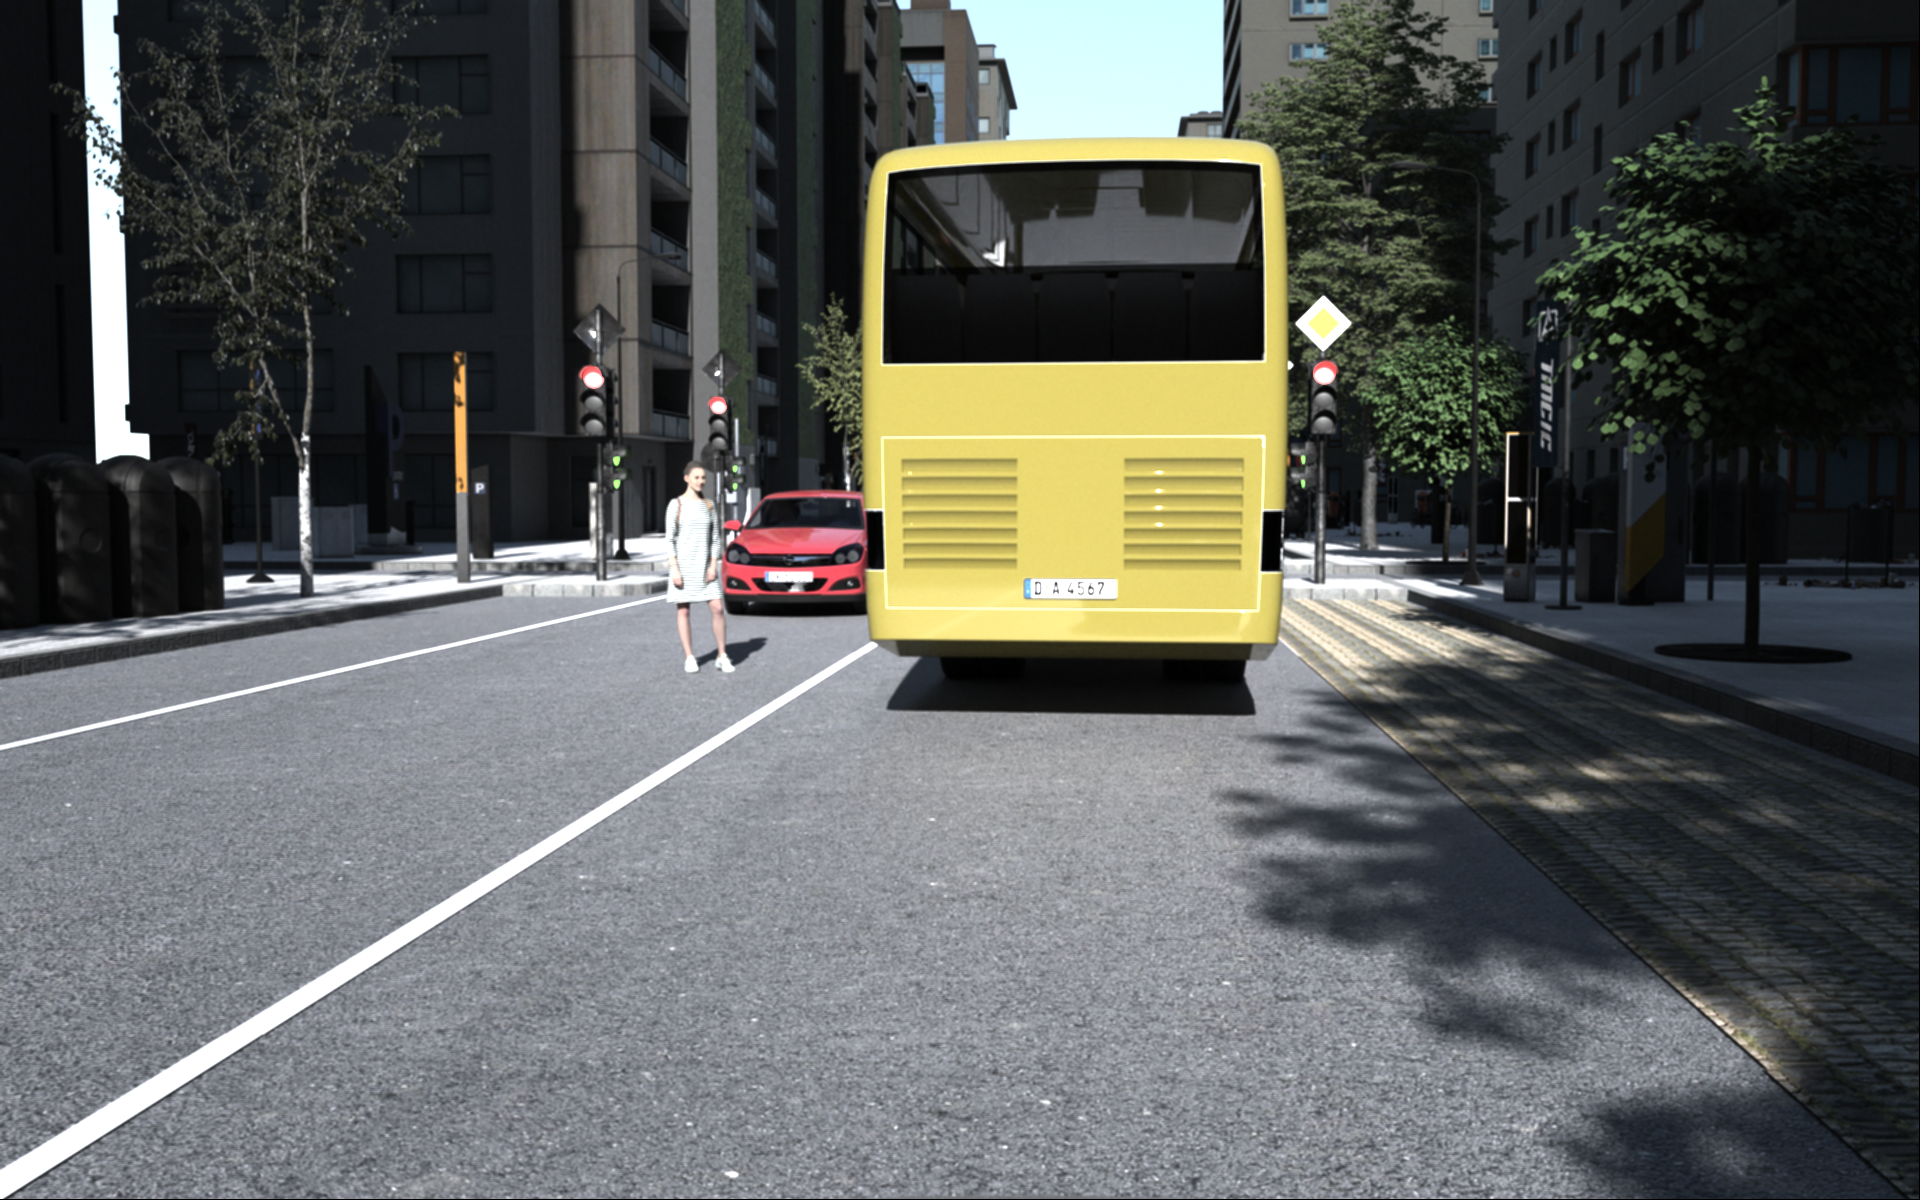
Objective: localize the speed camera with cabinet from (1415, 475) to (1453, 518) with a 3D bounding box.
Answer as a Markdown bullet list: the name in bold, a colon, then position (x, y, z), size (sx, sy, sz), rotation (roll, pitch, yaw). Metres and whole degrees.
- **speed camera with cabinet**: position (20.497, -4.923, 74.834), size (2.038, 3.252, 0.660), rotation (-3, 5, -41)

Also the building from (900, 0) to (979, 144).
- **building**: position (-5.704, -31.139, 159.232), size (14.600, 45.320, 14.200), rotation (0, 4, 5)

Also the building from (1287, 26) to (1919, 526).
- **building**: position (31.516, -15.070, 91.439), size (27.650, 21.520, 28.899), rotation (0, 4, 5)

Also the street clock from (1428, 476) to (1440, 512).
- **street clock**: position (18.985, -3.966, 69.410), size (0.471, 2.002, 0.358), rotation (1, 4, 20)

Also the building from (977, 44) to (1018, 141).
- **building**: position (-8.042, -37.939, 209.533), size (28.713, 52.752, 27.495), rotation (0, 4, 5)

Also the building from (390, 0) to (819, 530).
- **building**: position (-14.142, -23.811, 72.903), size (14.154, 41.232, 14.086), rotation (0, 4, 5)

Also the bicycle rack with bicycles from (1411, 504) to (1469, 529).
- **bicycle rack with bicycles**: position (18.214, -3.122, 64.431), size (2.852, 0.926, 2.925), rotation (0, 4, 2)

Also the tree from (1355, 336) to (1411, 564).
- **tree**: position (8.869, -2.937, 31.726), size (4.285, 4.588, 4.351), rotation (0, 3, 0)

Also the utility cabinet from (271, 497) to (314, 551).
- **utility cabinet**: position (-15.195, -1.732, 39.484), size (0.306, 1.237, 1.020), rotation (2, 4, 25)

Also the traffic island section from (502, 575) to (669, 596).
- **traffic island section**: position (-5.337, -0.209, 25.696), size (2.009, 0.180, 2.903), rotation (0, 4, 5)

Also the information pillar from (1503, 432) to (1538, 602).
- **information pillar**: position (6.691, -0.988, 20.654), size (0.304, 2.012, 0.304), rotation (2, 4, 34)

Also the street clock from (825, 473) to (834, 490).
- **street clock**: position (-4.563, -3.427, 60.602), size (0.358, 2.002, 0.471), rotation (1, 4, 12)

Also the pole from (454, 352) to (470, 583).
- **pole**: position (-7.170, -1.902, 24.937), size (0.158, 3.312, 0.155), rotation (0, 3, 0)

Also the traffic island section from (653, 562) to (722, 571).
- **traffic island section**: position (-4.623, -0.695, 33.649), size (2.009, 0.180, 2.903), rotation (0, 4, 5)

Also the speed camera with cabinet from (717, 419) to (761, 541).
- **speed camera with cabinet**: position (-5.902, -3.174, 46.224), size (0.660, 3.252, 2.038), rotation (1, 4, 11)

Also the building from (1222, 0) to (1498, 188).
- **building**: position (30.905, -30.914, 129.143), size (21.300, 48.544, 21.600), rotation (0, 4, 5)

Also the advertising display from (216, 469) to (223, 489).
- **advertising display**: position (-19.602, -2.422, 44.818), size (0.974, 1.923, 0.123), rotation (-2, 4, -27)

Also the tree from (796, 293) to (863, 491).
- **tree**: position (-3.905, -6.950, 63.995), size (4.737, 8.622, 4.395), rotation (0, 3, 0)

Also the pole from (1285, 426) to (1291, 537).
- **pole**: position (9.690, -3.522, 51.425), size (0.158, 3.312, 0.155), rotation (0, 3, 0)

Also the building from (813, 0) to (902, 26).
- **building**: position (-10.936, -19.779, 95.089), size (14.160, 30.474, 14.107), rotation (0, 4, 5)

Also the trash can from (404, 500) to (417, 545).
- **trash can**: position (-12.658, -1.683, 39.165), size (0.748, 1.137, 0.748), rotation (0, 3, 0)

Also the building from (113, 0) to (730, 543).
- **building**: position (-14.488, -22.459, 50.802), size (14.154, 41.232, 14.086), rotation (0, 4, 5)

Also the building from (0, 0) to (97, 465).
- **building**: position (-34.256, -16.828, 46.847), size (14.107, 30.474, 14.160), rotation (0, 4, 5)

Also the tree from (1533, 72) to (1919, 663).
- **tree**: position (6.304, -1.838, 13.769), size (4.285, 4.588, 4.351), rotation (0, 3, 0)

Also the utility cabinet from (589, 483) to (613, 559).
- **utility cabinet**: position (-7.046, -1.554, 34.085), size (0.318, 1.500, 1.173), rotation (0, 4, -4)

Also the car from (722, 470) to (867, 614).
- **car**: position (-1.843, -0.794, 22.018), size (2.155, 1.783, 4.494), rotation (0, 4, 3)

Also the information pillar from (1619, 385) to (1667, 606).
- **information pillar**: position (7.893, -1.747, 19.916), size (0.504, 3.616, 0.183), rotation (-1, 4, -17)

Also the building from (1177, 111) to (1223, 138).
- **building**: position (43.734, -39.468, 234.540), size (28.713, 52.752, 27.495), rotation (0, 4, 5)

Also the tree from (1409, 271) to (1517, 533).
- **tree**: position (15.907, -6.469, 56.136), size (4.737, 8.622, 4.395), rotation (0, 3, 0)

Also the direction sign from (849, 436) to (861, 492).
- **direction sign**: position (-3.915, -4.653, 68.068), size (0.876, 3.537, 0.379), rotation (1, 4, 8)

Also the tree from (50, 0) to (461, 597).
- **tree**: position (-8.399, -4.343, 21.376), size (4.360, 8.622, 3.978), rotation (0, 3, 0)

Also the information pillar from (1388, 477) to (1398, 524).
- **information pillar**: position (18.568, -4.268, 74.273), size (0.304, 2.012, 0.304), rotation (-2, 4, -31)

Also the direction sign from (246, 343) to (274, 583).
- **direction sign**: position (-10.176, -2.023, 25.080), size (0.379, 3.537, 0.876), rotation (-2, 4, -31)

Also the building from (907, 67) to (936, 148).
- **building**: position (-9.331, -21.111, 116.865), size (14.160, 30.474, 14.107), rotation (0, 4, 5)

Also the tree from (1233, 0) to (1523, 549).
- **tree**: position (9.175, -7.437, 39.717), size (7.486, 12.596, 7.792), rotation (0, 3, 0)

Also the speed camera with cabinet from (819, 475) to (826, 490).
- **speed camera with cabinet**: position (-7.247, -5.569, 85.390), size (0.660, 3.252, 2.038), rotation (1, 4, 19)

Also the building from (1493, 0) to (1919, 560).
- **building**: position (31.759, -12.283, 45.868), size (28.899, 21.520, 27.650), rotation (0, 4, 5)
